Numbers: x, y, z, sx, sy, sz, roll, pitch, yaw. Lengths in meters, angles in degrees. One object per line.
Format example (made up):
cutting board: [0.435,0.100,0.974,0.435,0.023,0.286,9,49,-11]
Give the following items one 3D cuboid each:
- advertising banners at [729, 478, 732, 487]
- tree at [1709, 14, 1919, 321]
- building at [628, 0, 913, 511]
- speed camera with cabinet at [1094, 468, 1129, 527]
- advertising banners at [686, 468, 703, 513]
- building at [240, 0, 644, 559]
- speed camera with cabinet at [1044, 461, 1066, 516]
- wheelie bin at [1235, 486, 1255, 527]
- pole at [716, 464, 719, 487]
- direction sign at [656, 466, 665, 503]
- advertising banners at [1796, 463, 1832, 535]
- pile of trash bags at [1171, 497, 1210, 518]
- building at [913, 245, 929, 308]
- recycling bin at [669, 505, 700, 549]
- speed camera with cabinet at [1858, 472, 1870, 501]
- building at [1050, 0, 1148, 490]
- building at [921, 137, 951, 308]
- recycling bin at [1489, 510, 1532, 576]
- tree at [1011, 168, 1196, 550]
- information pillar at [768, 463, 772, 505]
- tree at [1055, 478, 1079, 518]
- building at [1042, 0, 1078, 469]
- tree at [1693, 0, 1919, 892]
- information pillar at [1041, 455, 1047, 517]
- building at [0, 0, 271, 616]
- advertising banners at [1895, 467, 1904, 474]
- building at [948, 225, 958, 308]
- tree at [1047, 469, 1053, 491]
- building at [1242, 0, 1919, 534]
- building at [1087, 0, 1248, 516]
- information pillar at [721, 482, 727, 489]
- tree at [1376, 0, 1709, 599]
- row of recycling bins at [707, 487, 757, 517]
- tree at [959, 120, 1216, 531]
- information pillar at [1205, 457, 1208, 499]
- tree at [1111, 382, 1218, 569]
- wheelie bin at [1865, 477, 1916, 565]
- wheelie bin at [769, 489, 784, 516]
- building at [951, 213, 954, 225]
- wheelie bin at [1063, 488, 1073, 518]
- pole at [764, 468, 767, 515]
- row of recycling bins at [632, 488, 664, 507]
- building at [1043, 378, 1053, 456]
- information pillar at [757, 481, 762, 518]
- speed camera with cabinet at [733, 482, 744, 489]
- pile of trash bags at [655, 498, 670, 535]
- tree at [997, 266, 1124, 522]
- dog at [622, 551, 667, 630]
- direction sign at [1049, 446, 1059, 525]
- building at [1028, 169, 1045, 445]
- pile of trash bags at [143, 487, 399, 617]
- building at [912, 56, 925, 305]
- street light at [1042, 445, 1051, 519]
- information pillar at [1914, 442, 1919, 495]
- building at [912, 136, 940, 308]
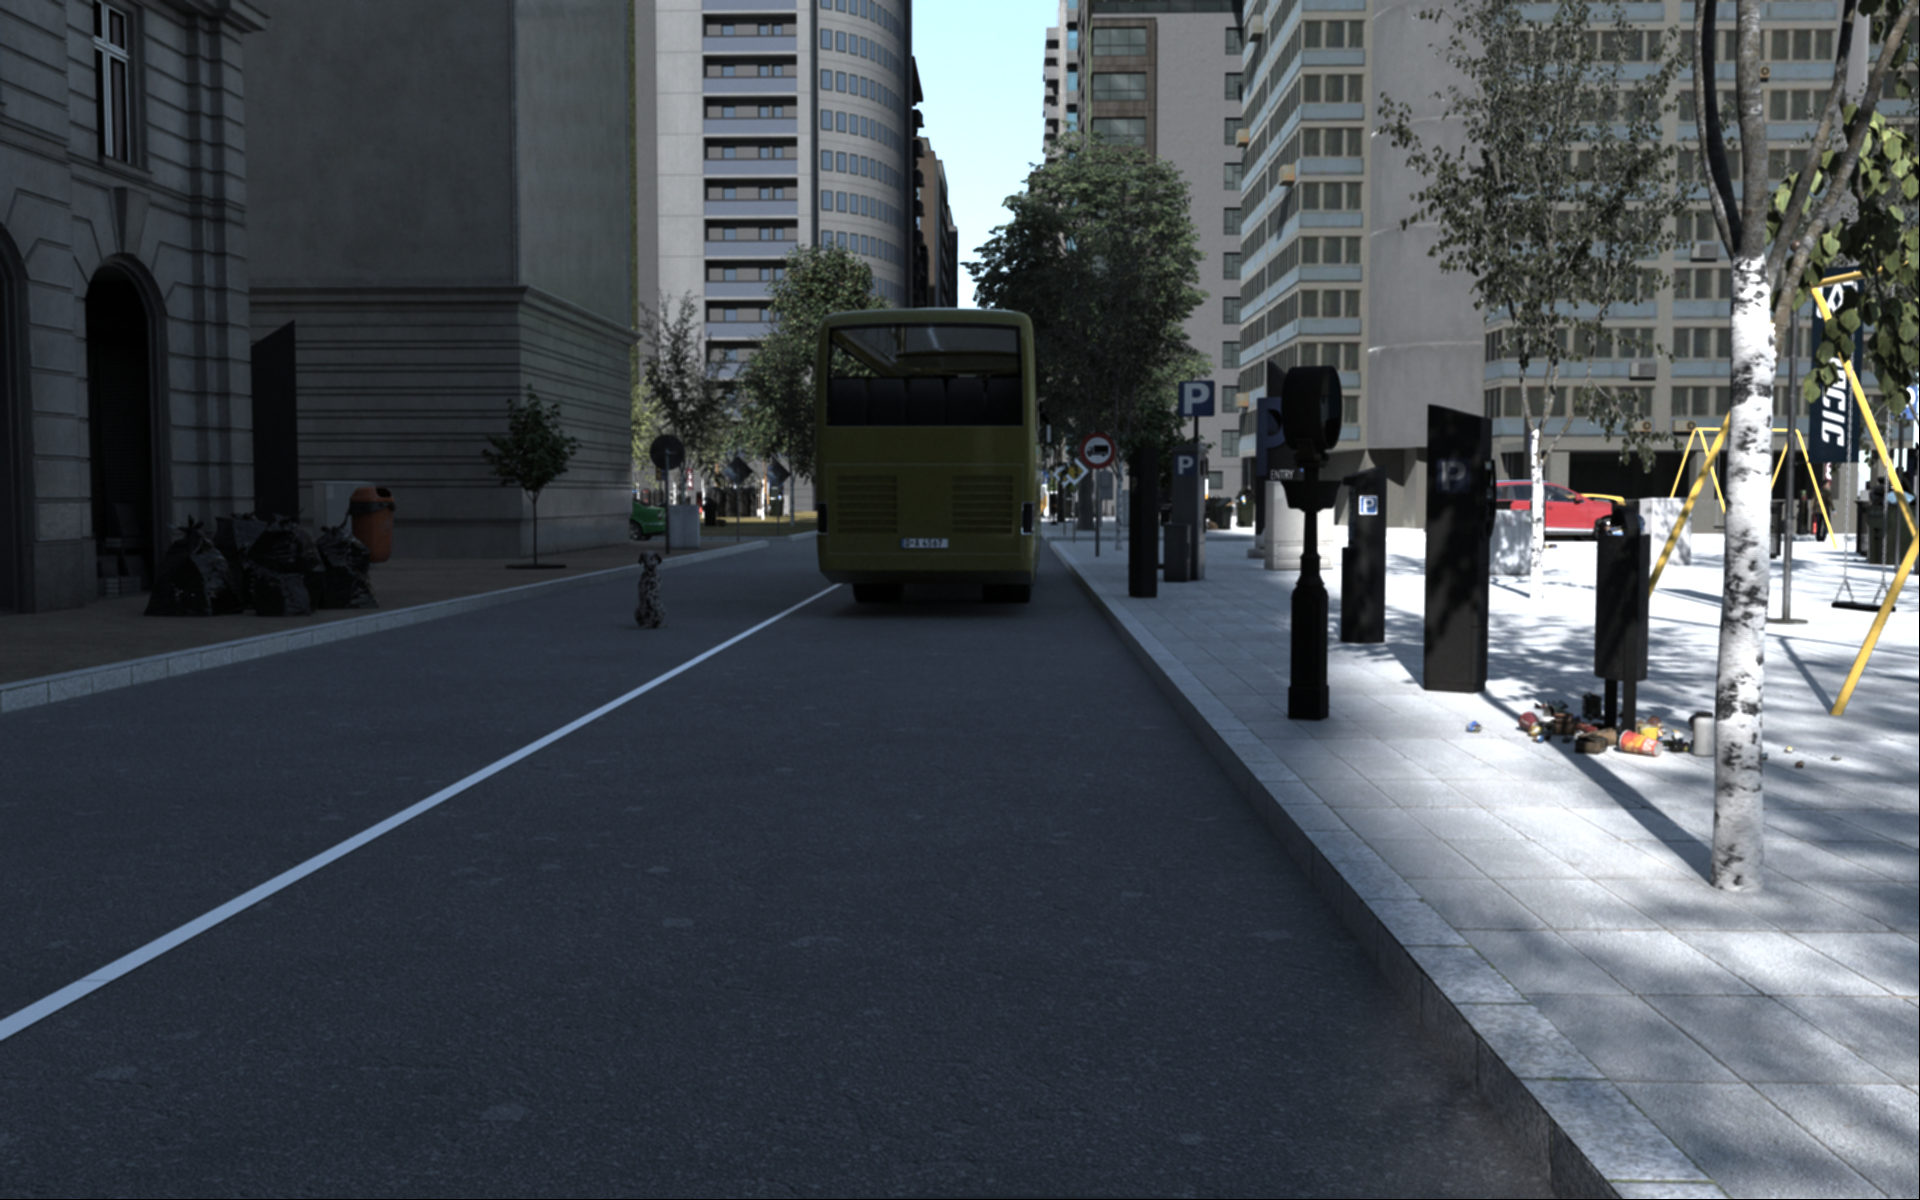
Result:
advertising banners: [-14.974,-7.311,115.729,0.090,3.025,2.074,2,4,24]
tree: [12.876,-4.425,22.718,4.360,8.622,3.978,0,3,0]
building: [-15.164,-36.727,142.481,21.231,58.520,28.212,0,4,2]
speed camera with cabinet: [6.343,-4.524,68.305,2.038,3.252,0.660,0,4,-6]
advertising banners: [-17.335,-7.294,115.440,2.074,3.025,0.090,1,4,20]
building: [-18.306,-12.398,38.864,21.152,22.565,11.583,0,4,2]
speed camera with cabinet: [5.801,-6.593,102.124,2.038,3.252,0.660,-3,4,-38]
wheelie bin: [11.060,-3.623,67.152,0.693,1.594,0.980,0,4,-2]
pole: [-16.297,-7.491,116.313,0.158,3.312,0.155,0,3,0]
direction sign: [-17.025,-6.519,98.586,0.379,3.537,0.876,2,4,29]
advertising banners: [26.946,-3.567,54.516,2.074,3.025,0.090,-2,4,-35]
pile of trash bags: [12.669,-5.089,92.960,3.447,1.369,1.912,0,4,-7]
building: [-10.767,-25.780,193.207,14.160,30.474,14.107,0,4,2]
recycling bin: [-6.466,-1.714,40.578,0.722,1.027,0.722,-1,4,-9]
speed camera with cabinet: [37.177,-4.696,71.111,0.660,3.252,2.038,0,4,-7]
building: [17.712,-42.768,137.514,20.563,71.187,20.611,0,4,2]
building: [-12.646,-37.611,238.636,21.300,48.544,21.600,0,4,2]
recycling bin: [8.772,-0.920,27.592,0.722,1.027,0.722,0,4,-4]
tree: [3.527,-5.452,39.511,4.360,8.622,3.978,0,3,0]
information pillar: [-13.457,-8.073,123.344,0.504,3.616,0.183,2,4,24]
tree: [6.188,-6.029,93.179,1.663,3.219,1.824,0,3,0]
building: [19.013,-33.275,163.648,23.786,49.044,30.456,0,4,2]
tree: [2.756,-3.360,5.299,4.737,8.622,4.395,0,3,0]
information pillar: [4.687,-6.480,97.295,0.504,3.616,0.183,-3,5,-41]
building: [-15.928,-10.407,11.959,13.314,21.916,24.055,0,4,2]
advertising banners: [59.917,-7.089,112.097,2.074,3.025,0.090,1,4,19]
building: [-7.476,-35.042,256.530,14.154,41.232,14.086,0,4,2]
tree: [5.339,-7.082,110.398,1.663,3.219,1.824,0,3,0]
building: [24.498,-23.178,70.845,23.993,40.220,32.217,0,4,2]
building: [14.688,-20.420,105.566,14.160,30.474,14.107,0,4,2]
information pillar: [-14.245,-6.122,104.580,0.304,2.012,0.304,-1,4,-22]
tree: [7.025,-4.305,20.754,4.360,8.622,3.978,0,3,0]
row of recycling bins: [-12.574,-5.458,96.356,1.069,1.692,3.534,3,4,39]
tree: [4.509,-9.427,60.794,9.857,13.997,8.962,0,3,0]
information pillar: [13.455,-6.377,95.612,0.504,3.616,0.183,3,4,36]
tree: [3.369,-2.174,30.152,1.663,3.219,1.824,0,3,0]
wheelie bin: [16.872,-1.435,31.366,0.693,1.594,0.980,-1,4,-15]
wheelie bin: [-10.522,-5.595,99.383,0.980,1.594,0.693,2,4,35]
building: [-11.878,-39.789,274.248,21.300,48.544,21.600,0,4,2]
wheelie bin: [5.501,-5.103,91.344,0.693,1.594,0.980,3,5,44]
pole: [-12.211,-7.009,108.442,0.158,3.312,0.155,0,3,0]
row of recycling bins: [-23.151,-7.214,125.062,3.534,1.692,1.069,-1,4,-21]
building: [17.624,-27.513,221.540,14.160,30.474,14.107,0,4,2]
information pillar: [-10.817,-5.469,93.908,0.304,2.012,0.304,-3,4,-38]
speed camera with cabinet: [-13.110,-6.608,102.375,0.660,3.252,2.038,0,4,-8]
pile of trash bags: [-10.567,-2.753,54.772,3.447,1.369,1.912,1,4,17]
tree: [4.420,-9.346,78.558,9.928,11.665,9.643,0,3,0]
dog: [-3.417,-0.104,18.544,0.513,0.831,0.800,2,4,31]
direction sign: [3.899,-4.877,71.729,0.379,3.537,0.876,0,4,0]
building: [25.206,-41.843,273.375,28.713,52.752,27.495,0,4,2]
pile of trash bags: [-7.458,-0.605,19.642,1.912,1.369,3.447,1,4,13]
building: [-14.901,-31.609,171.432,22.147,44.769,28.867,0,4,2]
street light: [4.620,-7.129,89.342,0.468,5.910,1.993,0,4,2]
information pillar: [42.744,-5.255,77.274,0.183,3.616,0.504,0,4,-4]
building: [-9.759,-34.894,220.631,14.600,45.320,14.200,0,4,2]
